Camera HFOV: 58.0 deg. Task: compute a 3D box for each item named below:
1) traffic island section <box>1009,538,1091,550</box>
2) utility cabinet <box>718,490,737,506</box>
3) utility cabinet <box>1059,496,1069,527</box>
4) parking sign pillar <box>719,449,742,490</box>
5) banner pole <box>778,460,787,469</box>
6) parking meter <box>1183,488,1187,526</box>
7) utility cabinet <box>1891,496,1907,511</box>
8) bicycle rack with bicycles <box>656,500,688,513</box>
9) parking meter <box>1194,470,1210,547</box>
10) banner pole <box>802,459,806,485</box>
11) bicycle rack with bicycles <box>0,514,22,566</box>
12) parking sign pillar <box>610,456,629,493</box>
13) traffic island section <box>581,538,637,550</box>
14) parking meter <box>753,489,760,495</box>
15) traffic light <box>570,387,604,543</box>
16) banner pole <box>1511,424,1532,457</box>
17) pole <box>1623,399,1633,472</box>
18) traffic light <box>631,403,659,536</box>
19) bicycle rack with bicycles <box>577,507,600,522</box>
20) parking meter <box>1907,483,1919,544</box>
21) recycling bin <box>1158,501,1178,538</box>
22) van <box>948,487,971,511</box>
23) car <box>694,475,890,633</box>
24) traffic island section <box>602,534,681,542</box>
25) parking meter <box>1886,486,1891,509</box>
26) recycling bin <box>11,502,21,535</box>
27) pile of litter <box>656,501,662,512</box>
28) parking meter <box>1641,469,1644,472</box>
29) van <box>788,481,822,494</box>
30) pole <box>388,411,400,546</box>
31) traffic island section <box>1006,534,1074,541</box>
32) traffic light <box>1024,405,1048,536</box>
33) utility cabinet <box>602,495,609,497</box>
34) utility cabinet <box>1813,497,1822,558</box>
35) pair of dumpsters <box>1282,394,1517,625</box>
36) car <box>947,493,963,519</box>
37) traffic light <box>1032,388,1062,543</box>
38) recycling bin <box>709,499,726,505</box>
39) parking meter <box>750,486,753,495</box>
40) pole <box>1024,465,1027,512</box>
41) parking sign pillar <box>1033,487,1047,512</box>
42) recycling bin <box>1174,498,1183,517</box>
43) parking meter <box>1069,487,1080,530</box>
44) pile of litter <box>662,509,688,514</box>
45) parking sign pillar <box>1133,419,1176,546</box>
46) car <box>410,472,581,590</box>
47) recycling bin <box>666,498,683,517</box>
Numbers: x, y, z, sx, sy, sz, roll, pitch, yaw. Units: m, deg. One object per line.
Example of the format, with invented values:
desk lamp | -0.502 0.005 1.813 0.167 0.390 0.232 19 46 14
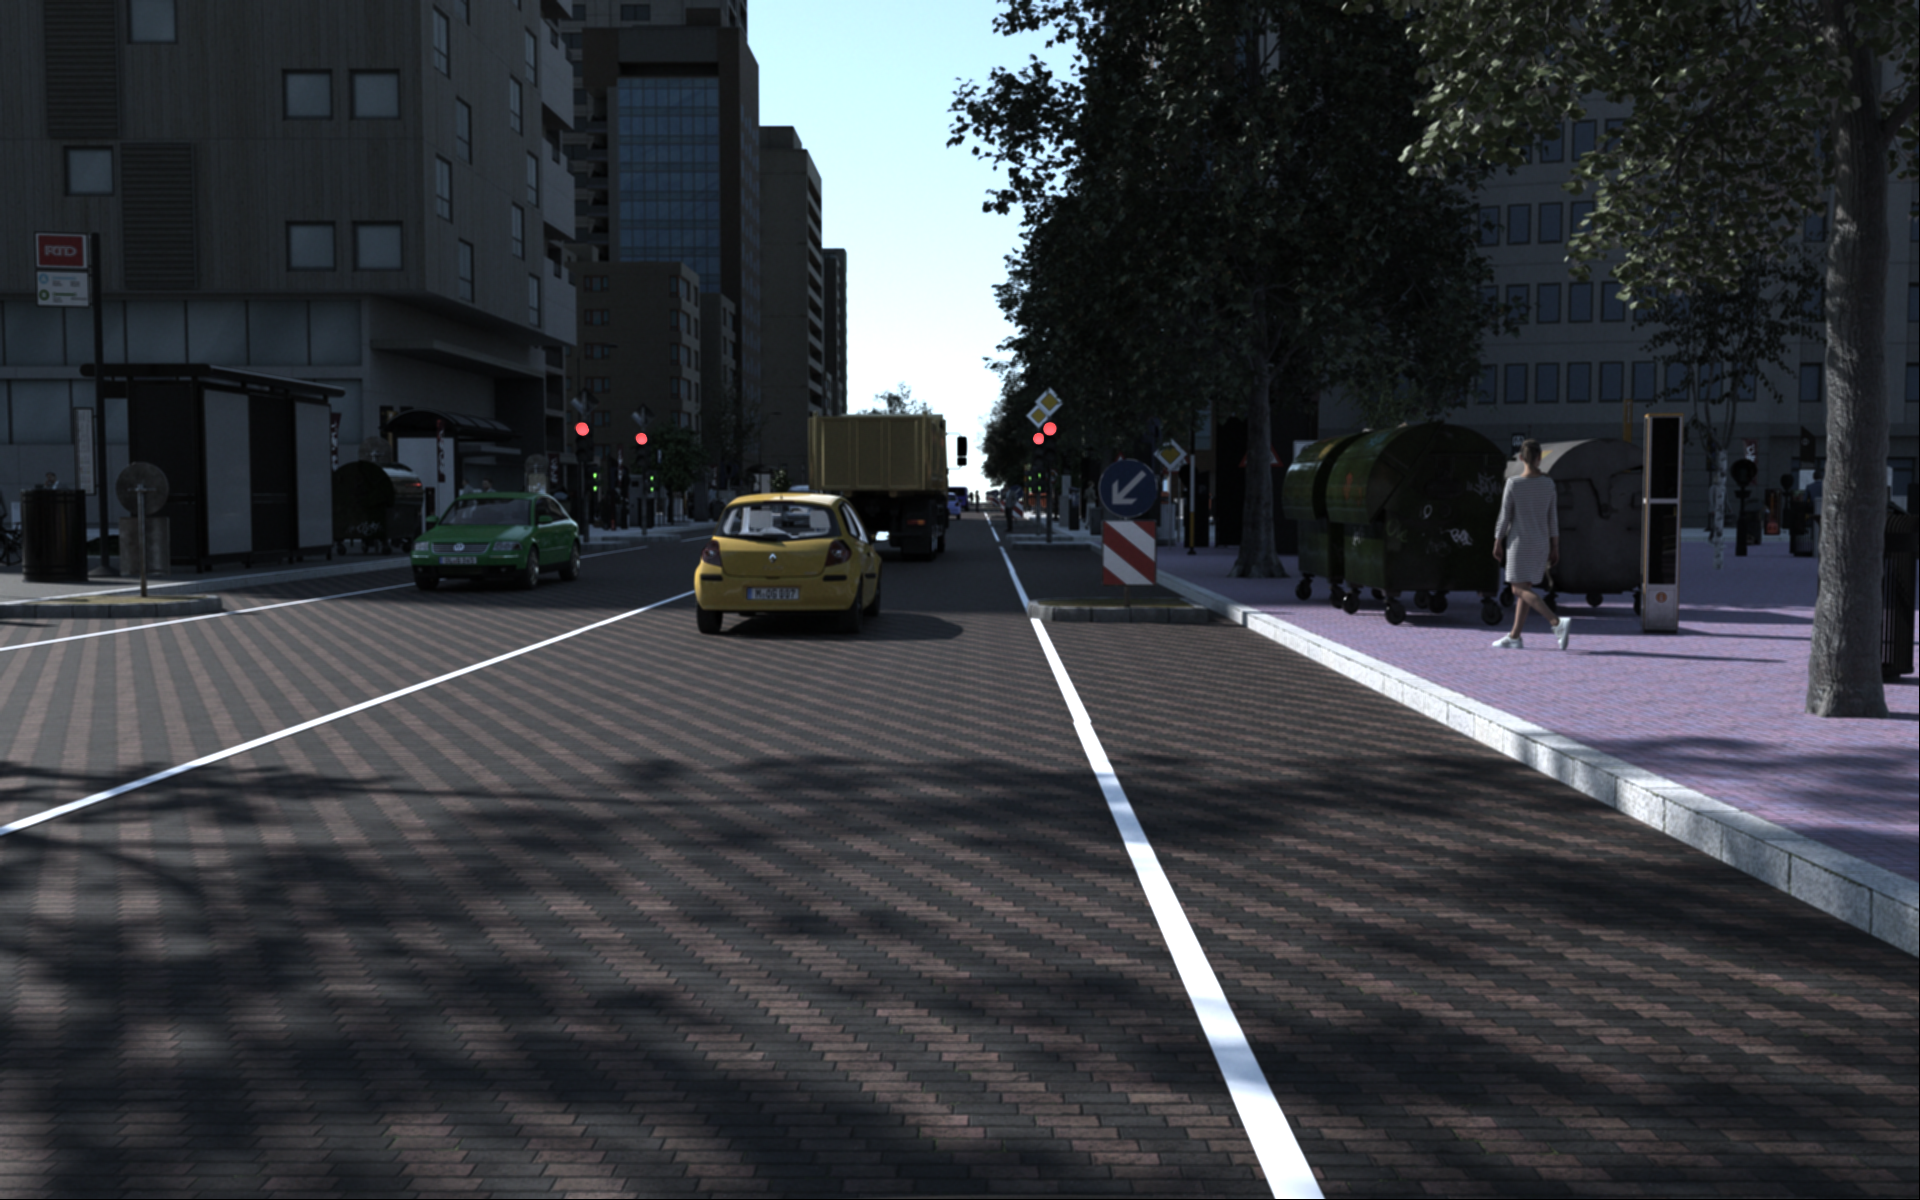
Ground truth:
traffic island section | 2.366 -1.424 45.568 2.009 0.180 2.903 0 4 1
utility cabinet | -13.008 -5.435 97.537 1.173 1.500 0.318 -2 4 -33
utility cabinet | 4.249 -3.482 68.098 0.306 1.237 1.020 -2 4 -23
parking sign pillar | -13.567 -6.980 102.594 1.447 3.967 1.447 1 4 15
banner pole | -12.951 -8.335 126.287 0.863 3.779 0.401 1 4 17
parking meter | 9.091 -3.710 69.068 0.372 1.533 0.369 0 3 0
utility cabinet | 32.680 -3.007 60.330 1.020 1.237 0.306 1 4 21
bicycle rack with bicycles | -19.693 -6.306 116.492 2.925 0.926 2.852 -2 4 -30
parking meter | 5.842 -2.223 42.063 0.399 1.863 0.255 0 4 -4
banner pole | -11.023 -8.090 122.294 0.401 3.779 0.863 1 4 12
bicycle rack with bicycles | -17.703 -1.114 31.589 2.925 0.926 2.852 0 4 0
parking sign pillar | -24.348 -8.277 123.800 1.447 3.967 1.447 0 4 4
traffic island section | -9.875 -1.432 45.689 2.009 0.180 2.903 0 4 1
parking meter | -11.183 -5.304 95.125 0.372 1.533 0.369 0 3 0
traffic light | -9.835 -3.464 45.554 0.839 4.253 0.868 0 4 1
banner pole | 20.197 -4.415 62.206 0.863 3.779 0.401 1 4 12
pole | 14.357 -2.659 37.323 0.158 3.312 0.155 0 3 0
traffic light | -9.759 -3.952 53.539 0.839 4.253 0.868 0 4 1
bicycle rack with bicycles | -16.512 -3.952 77.994 2.925 0.926 2.852 0 4 -3
parking meter | 22.143 -1.940 40.125 0.372 1.533 0.369 0 3 0
recycling bin | 5.124 -1.976 44.864 0.722 1.027 0.722 -1 4 -14
van | -0.214 -8.677 146.260 2.240 2.365 5.245 0 4 2
car | -1.820 -0.553 19.260 2.015 1.641 3.980 0 4 2
traffic island section | -9.799 -1.920 53.674 2.009 0.180 2.903 0 4 1
parking meter | 28.238 -2.724 52.955 0.372 1.533 0.369 0 3 0
recycling bin | -29.309 -2.567 54.517 0.722 1.027 0.722 0 4 0
pile of litter | -21.395 -6.654 122.762 1.719 0.858 1.176 -2 4 -30
parking meter | 13.261 -1.681 33.202 0.399 1.863 0.255 -2 4 -28
van | -7.005 -4.309 77.458 2.013 2.044 4.112 0 4 1
pole | -14.007 -2.997 42.850 0.158 3.312 0.155 0 3 0
traffic island section | 2.442 -1.913 53.553 2.009 0.180 2.903 0 4 1
traffic light | 2.402 -3.946 53.440 0.839 4.253 0.868 0 4 1
utility cabinet | -24.337 -6.672 120.255 0.306 1.237 1.020 2 4 35
utility cabinet | 17.608 -1.431 34.561 1.020 1.237 0.306 1 4 23
pair of dumpsters | 4.688 -1.004 18.911 1.574 2.255 4.437 0 4 0
car | -0.814 -5.461 98.879 1.945 1.707 3.694 0 4 -1
traffic light | 2.326 -3.458 45.455 0.839 4.253 0.868 0 4 1
recycling bin | -12.999 -4.904 92.734 0.722 1.027 0.722 2 4 33
parking meter | -13.695 -6.604 113.690 0.255 1.863 0.399 0 4 4
pole | 4.554 -7.749 120.545 0.158 3.312 0.155 0 3 0
parking sign pillar | 5.923 -8.235 123.107 1.447 3.967 1.447 0 4 6
recycling bin | 12.740 -5.294 99.118 0.722 1.027 0.722 3 5 40
parking meter | 4.062 -3.251 61.573 0.372 1.533 0.369 0 3 0
pile of litter | -17.925 -5.932 110.956 1.719 0.858 1.176 3 4 37
parking sign pillar | 4.661 -3.339 43.057 1.447 3.967 1.447 1 4 19
car | -7.252 -1.134 27.344 1.959 1.807 4.718 0 4 0
recycling bin | -16.310 -5.281 98.899 0.722 1.027 0.722 1 4 22
